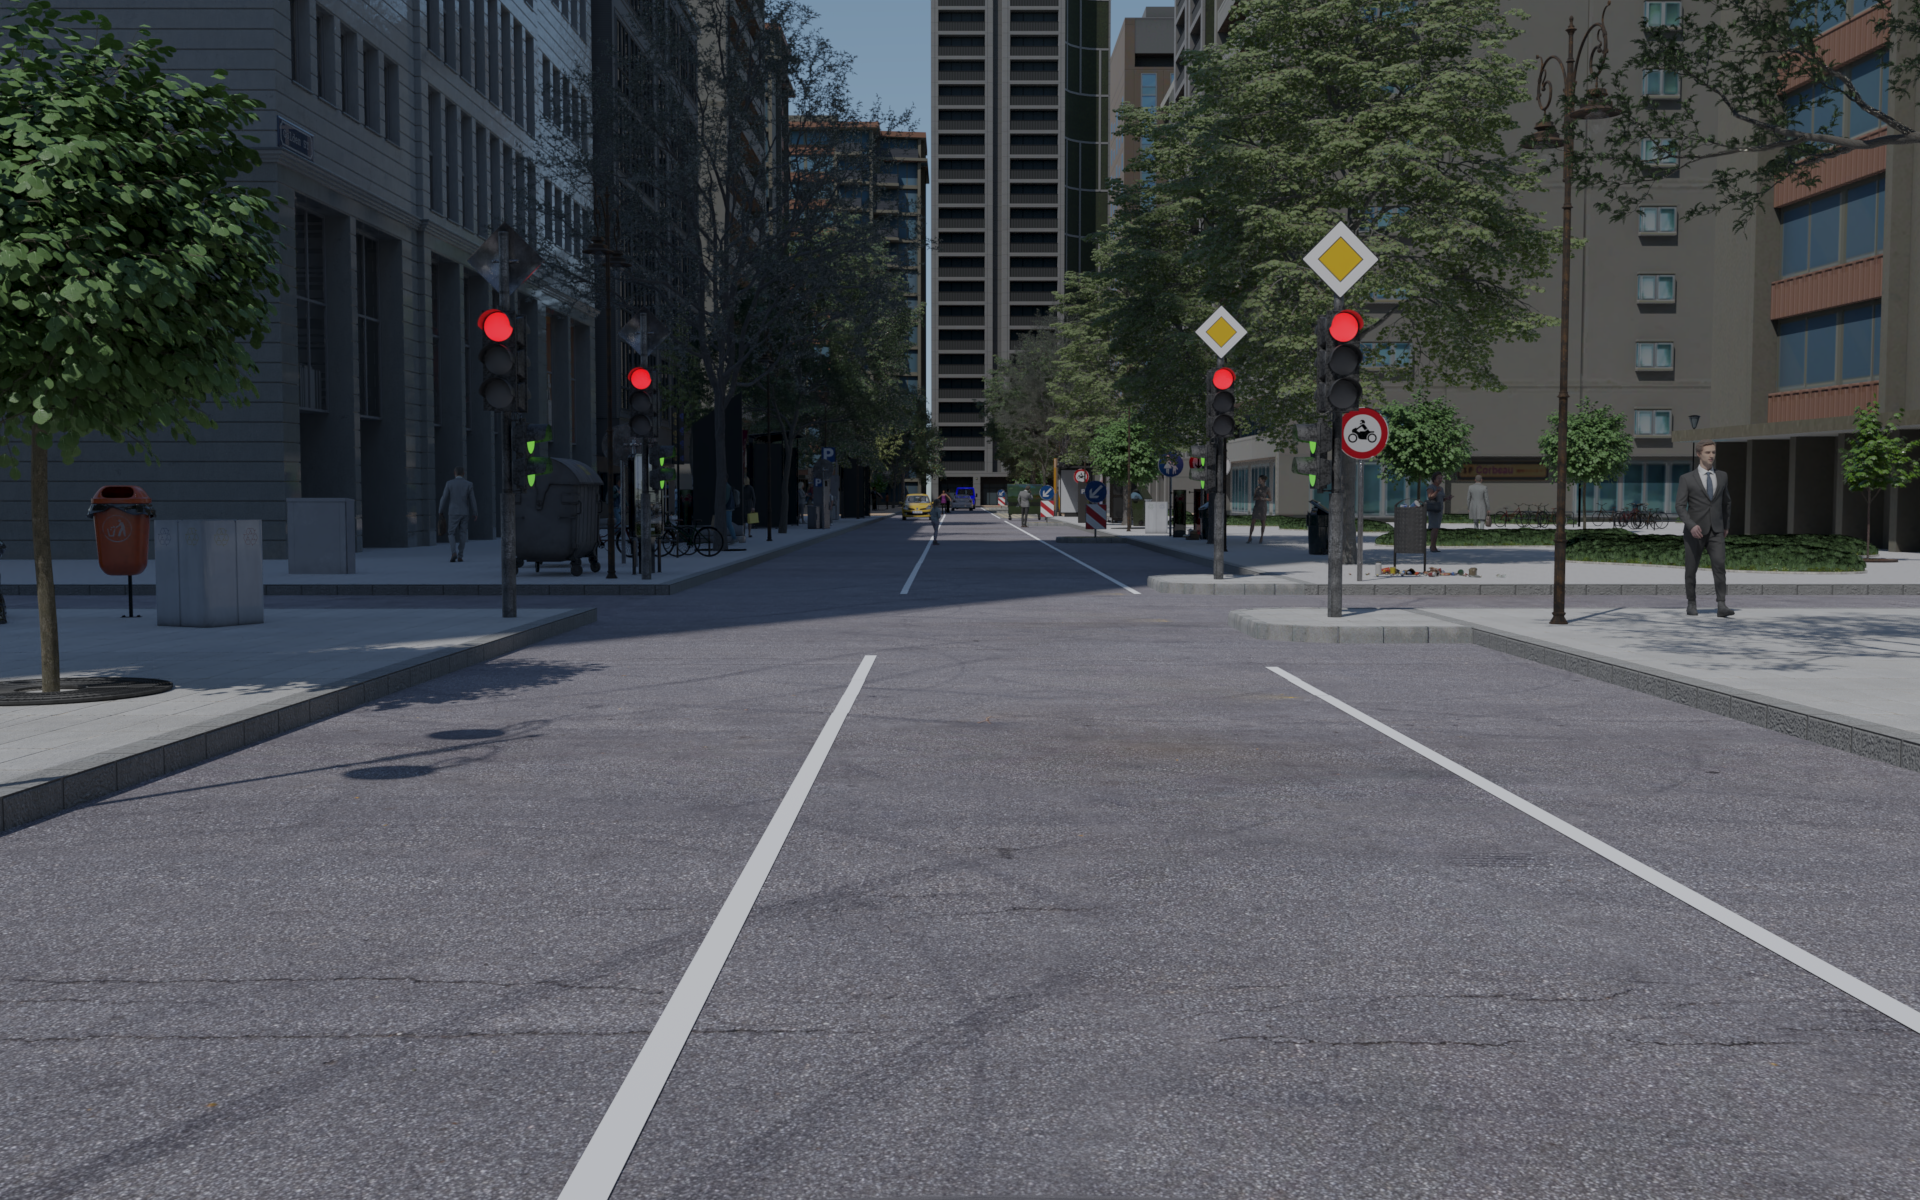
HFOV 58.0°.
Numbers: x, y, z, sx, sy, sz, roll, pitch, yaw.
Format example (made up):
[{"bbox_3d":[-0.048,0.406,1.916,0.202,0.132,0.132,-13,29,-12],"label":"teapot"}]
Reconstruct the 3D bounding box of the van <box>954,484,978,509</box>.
[{"bbox_3d":[0.531,-9.685,162.734,2.240,2.365,5.245,0,4,0],"label":"van"}]

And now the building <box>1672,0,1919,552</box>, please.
[{"bbox_3d":[33.959,-23.736,42.716,28.867,44.769,22.147,0,4,0],"label":"building"}]

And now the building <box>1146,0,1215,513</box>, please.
[{"bbox_3d":[24.019,-41.641,119.078,20.563,71.187,20.611,0,4,0],"label":"building"}]

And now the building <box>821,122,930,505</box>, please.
[{"bbox_3d":[-18.097,-33.546,203.102,28.867,44.769,22.147,0,4,0],"label":"building"}]

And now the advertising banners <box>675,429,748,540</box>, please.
[{"bbox_3d":[-6.745,-3.114,47.103,2.074,3.025,0.090,1,4,11],"label":"advertising banners"}]

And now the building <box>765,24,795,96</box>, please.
[{"bbox_3d":[-28.292,-30.763,157.591,28.867,44.769,22.147,0,4,0],"label":"building"}]

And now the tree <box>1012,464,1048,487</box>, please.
[{"bbox_3d":[6.558,-11.024,163.952,4.285,4.588,4.351,0,3,0],"label":"tree"}]

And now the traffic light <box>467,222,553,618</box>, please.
[{"bbox_3d":[-4.673,-1.773,17.911,0.839,4.253,0.868,0,4,0],"label":"traffic light"}]

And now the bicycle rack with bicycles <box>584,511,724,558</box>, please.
[{"bbox_3d":[-6.218,-1.366,35.711,2.925,0.926,2.852,1,4,14],"label":"bicycle rack with bicycles"}]

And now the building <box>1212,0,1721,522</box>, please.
[{"bbox_3d":[24.995,-28.350,87.221,21.300,48.544,21.600,0,4,0],"label":"building"}]

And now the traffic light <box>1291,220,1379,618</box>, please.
[{"bbox_3d":[3.889,-1.775,17.947,0.839,4.253,0.868,0,4,0],"label":"traffic light"}]

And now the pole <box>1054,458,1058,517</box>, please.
[{"bbox_3d":[5.460,-6.420,98.811,0.158,3.312,0.155,0,3,0],"label":"pole"}]

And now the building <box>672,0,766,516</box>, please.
[{"bbox_3d":[-24.259,-29.812,111.134,21.300,48.544,21.600,0,4,0],"label":"building"}]

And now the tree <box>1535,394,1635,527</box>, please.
[{"bbox_3d":[20.747,-4.506,57.393,4.285,4.588,4.351,0,3,0],"label":"tree"}]

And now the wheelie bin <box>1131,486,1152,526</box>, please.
[{"bbox_3d":[7.213,-3.743,69.109,0.693,1.594,0.980,3,4,37],"label":"wheelie bin"}]

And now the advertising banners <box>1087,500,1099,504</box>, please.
[{"bbox_3d":[6.992,-5.539,86.745,0.090,3.025,2.074,-3,5,-43],"label":"advertising banners"}]

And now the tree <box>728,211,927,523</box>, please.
[{"bbox_3d":[-6.057,-10.446,77.453,9.857,13.997,8.962,0,3,0],"label":"tree"}]

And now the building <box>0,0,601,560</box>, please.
[{"bbox_3d":[-18.586,-16.523,47.643,11.434,29.767,29.804,0,4,0],"label":"building"}]

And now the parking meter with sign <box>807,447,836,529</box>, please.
[{"bbox_3d":[-5.143,-4.143,63.997,0.543,3.016,1.738,1,4,17],"label":"parking meter with sign"}]

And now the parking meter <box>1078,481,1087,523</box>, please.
[{"bbox_3d":[5.421,-4.329,76.492,0.399,1.863,0.255,-1,4,-9],"label":"parking meter"}]

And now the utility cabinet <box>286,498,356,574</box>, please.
[{"bbox_3d":[-10.276,-1.022,27.876,1.020,1.237,0.306,0,4,8],"label":"utility cabinet"}]

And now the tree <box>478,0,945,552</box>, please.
[{"bbox_3d":[-5.322,-7.837,38.511,12.009,13.543,11.850,0,3,0],"label":"tree"}]

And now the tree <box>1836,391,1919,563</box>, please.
[{"bbox_3d":[17.121,-2.326,32.634,1.663,3.219,1.824,0,3,0],"label":"tree"}]

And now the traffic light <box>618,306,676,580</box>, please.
[{"bbox_3d":[-4.692,-2.261,25.896,0.839,4.253,0.868,0,4,0],"label":"traffic light"}]

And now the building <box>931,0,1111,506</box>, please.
[{"bbox_3d":[7.043,-46.670,201.304,20.611,71.187,20.563,0,4,0],"label":"building"}]

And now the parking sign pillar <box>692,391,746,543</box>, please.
[{"bbox_3d":[-6.373,-3.494,45.607,1.447,3.967,1.447,0,4,-5],"label":"parking sign pillar"}]

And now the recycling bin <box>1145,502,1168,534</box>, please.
[{"bbox_3d":[6.404,-2.683,56.424,0.722,1.027,0.722,0,4,7],"label":"recycling bin"}]

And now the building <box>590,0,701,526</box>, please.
[{"bbox_3d":[-19.884,-17.217,75.013,14.314,27.812,24.014,0,4,0],"label":"building"}]

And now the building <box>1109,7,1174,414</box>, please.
[{"bbox_3d":[21.440,-31.266,161.305,14.600,45.320,14.200,0,4,0],"label":"building"}]

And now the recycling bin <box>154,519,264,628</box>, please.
[{"bbox_3d":[-7.370,-0.273,17.013,0.722,1.027,0.722,2,4,25],"label":"recycling bin"}]

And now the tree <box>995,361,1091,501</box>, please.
[{"bbox_3d":[5.629,-11.350,119.984,7.601,10.594,8.767,-3,4,-36],"label":"tree"}]

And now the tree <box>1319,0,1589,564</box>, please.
[{"bbox_3d":[7.174,-6.901,30.956,7.486,12.596,7.792,0,3,0],"label":"tree"}]

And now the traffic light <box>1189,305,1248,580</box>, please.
[{"bbox_3d":[3.869,-2.264,25.932,0.839,4.253,0.868,0,4,0],"label":"traffic light"}]

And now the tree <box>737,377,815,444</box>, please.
[{"bbox_3d":[-10.528,-8.659,91.939,4.360,8.622,3.978,0,3,0],"label":"tree"}]

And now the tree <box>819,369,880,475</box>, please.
[{"bbox_3d":[-6.251,-9.222,101.137,4.360,8.622,3.978,0,3,0],"label":"tree"}]

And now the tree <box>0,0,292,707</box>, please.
[{"bbox_3d":[-5.847,-1.675,11.103,4.285,4.588,4.351,0,3,0],"label":"tree"}]

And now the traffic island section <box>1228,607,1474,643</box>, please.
[{"bbox_3d":[3.929,0.258,18.061,2.009,0.180,2.903,0,4,0],"label":"traffic island section"}]

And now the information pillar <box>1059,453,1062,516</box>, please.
[{"bbox_3d":[5.768,-6.613,99.471,0.183,3.616,0.504,-1,4,-9],"label":"information pillar"}]

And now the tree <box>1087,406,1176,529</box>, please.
[{"bbox_3d":[6.362,-4.901,63.849,4.285,4.588,4.351,0,3,0],"label":"tree"}]

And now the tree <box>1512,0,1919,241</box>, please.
[{"bbox_3d":[6.785,-4.656,10.537,8.767,10.594,7.601,1,4,9],"label":"tree"}]

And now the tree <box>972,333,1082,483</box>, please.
[{"bbox_3d":[5.711,-14.083,136.908,9.857,13.997,8.962,0,3,0],"label":"tree"}]

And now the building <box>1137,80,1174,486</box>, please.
[{"bbox_3d":[30.086,-27.556,142.421,32.217,40.220,23.993,0,4,0],"label":"building"}]

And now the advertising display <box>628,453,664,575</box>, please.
[{"bbox_3d":[-5.053,-1.387,27.897,0.123,1.923,0.974,1,4,18],"label":"advertising display"}]

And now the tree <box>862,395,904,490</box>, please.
[{"bbox_3d":[-5.872,-9.988,113.674,4.737,8.622,4.395,0,3,0],"label":"tree"}]

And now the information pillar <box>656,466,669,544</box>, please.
[{"bbox_3d":[-7.740,-2.478,45.015,0.304,2.012,0.304,0,4,5],"label":"information pillar"}]

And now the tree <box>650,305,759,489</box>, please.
[{"bbox_3d":[-10.280,-7.209,68.223,4.737,8.622,4.395,0,3,0],"label":"tree"}]

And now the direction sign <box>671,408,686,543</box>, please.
[{"bbox_3d":[-7.448,-3.290,45.783,0.379,3.537,0.876,1,4,10],"label":"direction sign"}]

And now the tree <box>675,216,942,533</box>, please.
[{"bbox_3d":[-5.549,-7.440,56.061,7.601,10.594,8.767,3,5,39],"label":"tree"}]

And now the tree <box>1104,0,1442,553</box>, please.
[{"bbox_3d":[6.751,-7.692,43.895,7.486,12.596,7.792,0,3,0],"label":"tree"}]

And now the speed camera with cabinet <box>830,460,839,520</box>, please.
[{"bbox_3d":[-6.281,-5.584,85.640,0.660,3.252,2.038,0,4,-3],"label":"speed camera with cabinet"}]

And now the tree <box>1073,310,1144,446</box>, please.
[{"bbox_3d":[6.735,-12.153,109.068,12.009,13.543,11.850,0,3,0],"label":"tree"}]

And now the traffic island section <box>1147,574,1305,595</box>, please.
[{"bbox_3d":[3.909,-0.230,26.046,2.009,0.180,2.903,0,4,0],"label":"traffic island section"}]

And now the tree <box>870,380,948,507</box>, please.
[{"bbox_3d":[-5.651,-15.693,173.595,9.611,12.733,9.660,0,3,0],"label":"tree"}]

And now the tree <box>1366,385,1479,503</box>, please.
[{"bbox_3d":[13.788,-4.177,52.004,4.285,4.588,4.351,0,3,0],"label":"tree"}]

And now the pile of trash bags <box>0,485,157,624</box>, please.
[{"bbox_3d":[-9.948,-0.471,17.450,3.447,1.369,1.912,-1,4,-13],"label":"pile of trash bags"}]

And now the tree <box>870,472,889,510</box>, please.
[{"bbox_3d":[-6.333,-8.690,136.684,1.663,3.219,1.824,0,3,0],"label":"tree"}]

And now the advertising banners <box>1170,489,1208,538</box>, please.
[{"bbox_3d":[7.113,-3.375,51.371,2.074,3.025,0.090,-2,4,-28],"label":"advertising banners"}]
